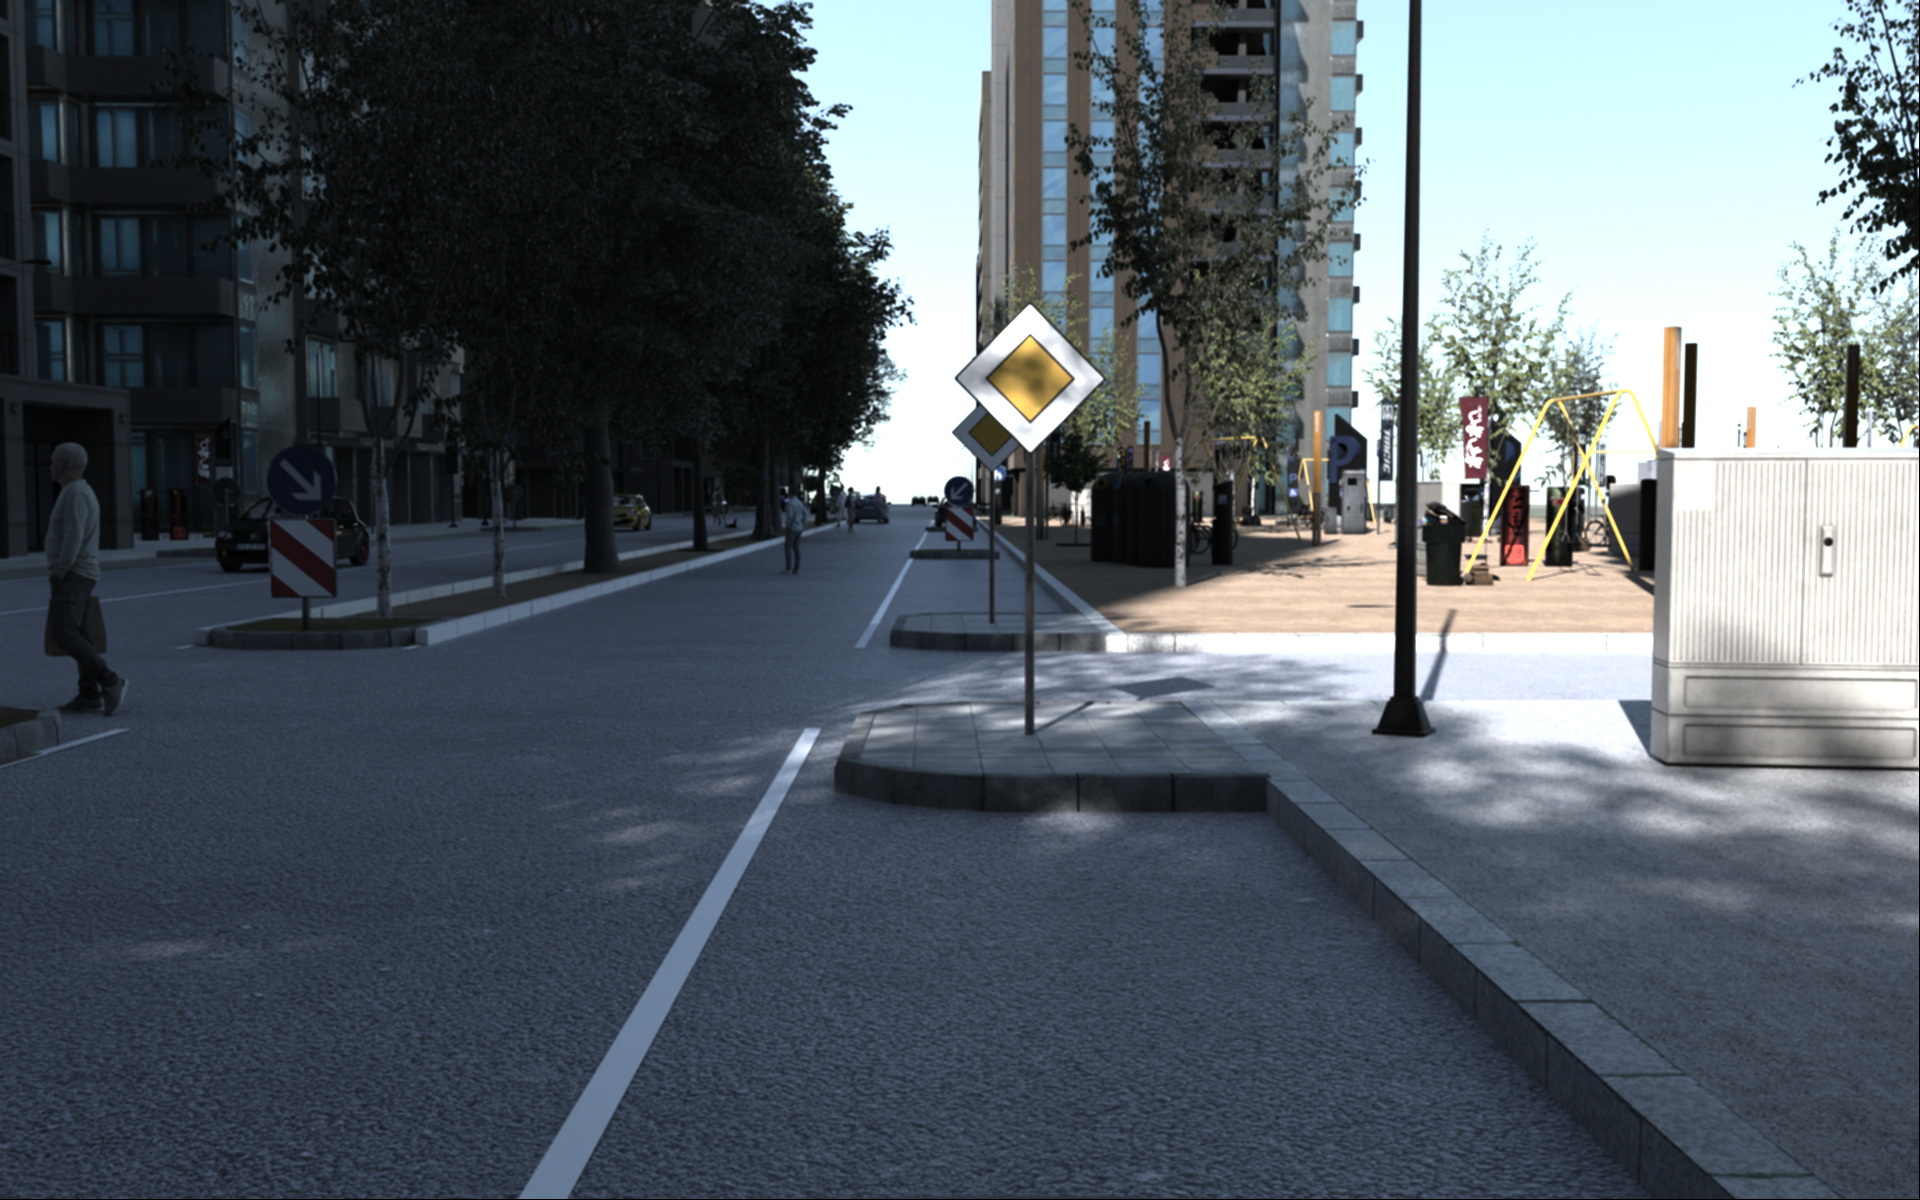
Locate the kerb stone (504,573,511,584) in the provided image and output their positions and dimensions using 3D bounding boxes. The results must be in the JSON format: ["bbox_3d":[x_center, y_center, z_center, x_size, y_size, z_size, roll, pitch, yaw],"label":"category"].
[{"bbox_3d":[-7.268,-0.303,27.148,0.120,0.150,1.000,0,4,0],"label":"kerb stone"}]

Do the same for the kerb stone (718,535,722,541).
[{"bbox_3d":[-7.441,-1.870,52.769,0.120,0.150,1.000,0,4,0],"label":"kerb stone"}]

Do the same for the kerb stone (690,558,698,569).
[{"bbox_3d":[-5.213,-0.673,33.286,0.120,0.150,1.000,0,4,0],"label":"kerb stone"}]

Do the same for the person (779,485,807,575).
[{"bbox_3d":[-2.981,-1.265,30.998,0.330,1.601,0.589,3,4,38],"label":"person"}]

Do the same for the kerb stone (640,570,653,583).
[{"bbox_3d":[-5.180,-0.365,28.170,0.120,0.150,1.000,0,4,0],"label":"kerb stone"}]

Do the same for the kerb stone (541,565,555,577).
[{"bbox_3d":[-7.284,-0.491,30.221,0.120,0.150,1.000,0,4,0],"label":"kerb stone"}]

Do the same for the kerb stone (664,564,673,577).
[{"bbox_3d":[-5.189,-0.489,30.217,0.120,0.150,1.000,0,4,0],"label":"kerb stone"}]

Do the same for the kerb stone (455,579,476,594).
[{"bbox_3d":[-7.253,-0.177,25.088,0.120,0.150,1.000,0,4,0],"label":"kerb stone"}]

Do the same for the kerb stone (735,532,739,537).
[{"bbox_3d":[-7.474,-2.121,56.866,0.120,0.150,1.000,0,4,0],"label":"kerb stone"}]

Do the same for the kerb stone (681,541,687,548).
[{"bbox_3d":[-7.390,-1.430,45.596,0.120,0.150,1.000,0,4,0],"label":"kerb stone"}]

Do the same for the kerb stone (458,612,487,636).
[{"bbox_3d":[-5.109,0.262,17.910,0.120,0.150,1.000,0,4,0],"label":"kerb stone"}]

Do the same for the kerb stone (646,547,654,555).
[{"bbox_3d":[-7.364,-1.109,40.465,0.120,0.150,1.000,0,4,0],"label":"kerb stone"}]

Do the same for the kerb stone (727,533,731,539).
[{"bbox_3d":[-7.459,-1.996,54.822,0.120,0.150,1.000,0,4,0],"label":"kerb stone"}]

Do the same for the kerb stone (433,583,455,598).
[{"bbox_3d":[-7.252,-0.114,24.053,0.120,0.150,1.000,0,4,0],"label":"kerb stone"}]

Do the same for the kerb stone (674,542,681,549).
[{"bbox_3d":[-7.394,-1.368,44.569,0.120,0.150,1.000,0,4,0],"label":"kerb stone"}]

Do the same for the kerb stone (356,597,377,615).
[{"bbox_3d":[-7.234,0.077,20.988,0.120,0.150,1.000,0,4,0],"label":"kerb stone"}]

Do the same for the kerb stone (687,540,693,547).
[{"bbox_3d":[-7.401,-1.494,46.618,0.120,0.150,1.000,0,4,0],"label":"kerb stone"}]

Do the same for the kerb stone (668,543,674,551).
[{"bbox_3d":[-7.386,-1.306,43.543,0.120,0.150,1.000,0,4,0],"label":"kerb stone"}]

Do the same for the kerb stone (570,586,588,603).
[{"bbox_3d":[-5.148,-0.049,23.049,0.120,0.150,1.000,0,4,0],"label":"kerb stone"}]

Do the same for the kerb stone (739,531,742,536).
[{"bbox_3d":[-7.480,-2.183,57.888,0.120,0.150,1.000,0,4,0],"label":"kerb stone"}]

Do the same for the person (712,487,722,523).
[{"bbox_3d":[-11.805,-4.618,84.234,0.478,1.798,0.641,-3,4,-38],"label":"person"}]

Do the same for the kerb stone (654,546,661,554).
[{"bbox_3d":[-7.368,-1.179,41.492,0.120,0.150,1.000,0,4,0],"label":"kerb stone"}]

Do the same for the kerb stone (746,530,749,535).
[{"bbox_3d":[-7.494,-2.309,59.952,0.120,0.150,1.000,0,4,0],"label":"kerb stone"}]

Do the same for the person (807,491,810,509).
[{"bbox_3d":[-14.348,-9.504,164.602,0.721,1.735,1.217,0,4,-2],"label":"person"}]

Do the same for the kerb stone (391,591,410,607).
[{"bbox_3d":[-7.240,0.014,22.009,0.120,0.150,1.000,0,4,0],"label":"kerb stone"}]

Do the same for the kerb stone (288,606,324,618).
[{"bbox_3d":[-7.228,0.199,18.943,0.120,0.150,1.000,0,4,0],"label":"kerb stone"}]

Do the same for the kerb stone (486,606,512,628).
[{"bbox_3d":[-5.117,0.199,18.936,0.120,0.150,1.000,0,4,0],"label":"kerb stone"}]

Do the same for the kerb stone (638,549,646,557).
[{"bbox_3d":[-7.354,-1.050,39.437,0.120,0.150,1.000,0,4,0],"label":"kerb stone"}]

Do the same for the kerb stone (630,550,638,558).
[{"bbox_3d":[-7.353,-0.990,38.414,0.120,0.150,1.000,0,4,0],"label":"kerb stone"}]

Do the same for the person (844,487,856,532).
[{"bbox_3d":[-4.089,-3.387,64.876,0.522,1.701,0.512,-1,4,-18],"label":"person"}]

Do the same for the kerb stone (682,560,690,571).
[{"bbox_3d":[-5.216,-0.616,32.264,0.120,0.150,1.000,0,4,0],"label":"kerb stone"}]

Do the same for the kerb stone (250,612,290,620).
[{"bbox_3d":[-7.210,0.264,17.921,0.120,0.150,1.000,0,4,0],"label":"kerb stone"}]

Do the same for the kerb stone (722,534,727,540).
[{"bbox_3d":[-7.449,-1.932,53.791,0.120,0.150,1.000,0,4,0],"label":"kerb stone"}]

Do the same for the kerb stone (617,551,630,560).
[{"bbox_3d":[-7.338,-0.929,37.385,0.120,0.150,1.000,0,4,0],"label":"kerb stone"}]

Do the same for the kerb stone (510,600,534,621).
[{"bbox_3d":[-5.124,0.136,19.967,0.120,0.150,1.000,0,4,0],"label":"kerb stone"}]

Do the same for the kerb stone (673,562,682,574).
[{"bbox_3d":[-5.199,-0.551,31.242,0.120,0.150,1.000,0,4,0],"label":"kerb stone"}]

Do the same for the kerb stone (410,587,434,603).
[{"bbox_3d":[-7.244,-0.050,23.031,0.120,0.150,1.000,0,4,0],"label":"kerb stone"}]

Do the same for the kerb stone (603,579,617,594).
[{"bbox_3d":[-5.158,-0.173,25.094,0.120,0.150,1.000,0,4,0],"label":"kerb stone"}]

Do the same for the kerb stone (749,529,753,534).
[{"bbox_3d":[-7.501,-2.372,60.974,0.120,0.150,1.000,0,4,0],"label":"kerb stone"}]

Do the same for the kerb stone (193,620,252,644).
[{"bbox_3d":[-7.200,0.324,16.899,0.120,0.150,1.000,0,4,0],"label":"kerb stone"}]

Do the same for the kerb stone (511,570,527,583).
[{"bbox_3d":[-7.276,-0.366,28.177,0.120,0.150,1.000,0,4,0],"label":"kerb stone"}]

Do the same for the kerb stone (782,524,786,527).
[{"bbox_3d":[-7.597,-3.248,75.336,0.120,0.150,1.000,0,4,0],"label":"kerb stone"}]

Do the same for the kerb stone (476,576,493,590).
[{"bbox_3d":[-7.261,-0.238,26.120,0.120,0.150,1.000,0,4,0],"label":"kerb stone"}]

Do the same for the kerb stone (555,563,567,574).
[{"bbox_3d":[-7.301,-0.548,31.243,0.120,0.150,1.000,0,4,0],"label":"kerb stone"}]

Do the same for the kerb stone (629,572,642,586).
[{"bbox_3d":[-5.173,-0.300,27.148,0.120,0.150,1.000,0,4,0],"label":"kerb stone"}]

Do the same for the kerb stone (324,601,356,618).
[{"bbox_3d":[-7.220,0.137,19.965,0.120,0.150,1.000,0,4,0],"label":"kerb stone"}]

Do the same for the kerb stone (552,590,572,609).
[{"bbox_3d":[-5.135,0.012,22.027,0.120,0.150,1.000,0,4,0],"label":"kerb stone"}]

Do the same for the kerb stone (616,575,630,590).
[{"bbox_3d":[-5.166,-0.240,26.125,0.120,0.150,1.000,0,4,0],"label":"kerb stone"}]

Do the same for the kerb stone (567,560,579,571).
[{"bbox_3d":[-7.313,-0.616,32.264,0.120,0.150,1.000,0,4,0],"label":"kerb stone"}]

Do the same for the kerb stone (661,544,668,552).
[{"bbox_3d":[-7.371,-1.243,42.521,0.120,0.150,1.000,0,4,0],"label":"kerb stone"}]

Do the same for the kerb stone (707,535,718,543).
[{"bbox_3d":[-7.438,-1.807,51.736,0.120,0.150,1.000,0,4,0],"label":"kerb stone"}]

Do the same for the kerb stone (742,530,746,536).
[{"bbox_3d":[-7.485,-2.243,58.924,0.120,0.150,1.000,0,4,0],"label":"kerb stone"}]

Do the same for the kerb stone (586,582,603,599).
[{"bbox_3d":[-5.153,-0.115,24.071,0.120,0.150,1.000,0,4,0],"label":"kerb stone"}]

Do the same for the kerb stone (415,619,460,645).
[{"bbox_3d":[-5.100,0.325,16.888,0.120,0.150,1.000,0,4,0],"label":"kerb stone"}]

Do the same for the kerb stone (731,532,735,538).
[{"bbox_3d":[-7.460,-2.058,55.844,0.120,0.150,1.000,0,4,0],"label":"kerb stone"}]

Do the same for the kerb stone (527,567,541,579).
[{"bbox_3d":[-7.283,-0.426,29.199,0.120,0.150,1.000,0,4,0],"label":"kerb stone"}]

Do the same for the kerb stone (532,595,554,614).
[{"bbox_3d":[-5.127,0.074,21.003,0.120,0.150,1.000,0,4,0],"label":"kerb stone"}]

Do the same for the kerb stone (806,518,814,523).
[{"bbox_3d":[-7.679,-4.065,88.657,0.120,0.150,1.000,0,4,0],"label":"kerb stone"}]

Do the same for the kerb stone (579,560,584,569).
[{"bbox_3d":[-7.316,-0.678,33.286,0.120,0.150,1.000,0,4,0],"label":"kerb stone"}]

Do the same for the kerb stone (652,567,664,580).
[{"bbox_3d":[-5.178,-0.427,29.195,0.120,0.150,1.000,0,4,0],"label":"kerb stone"}]
